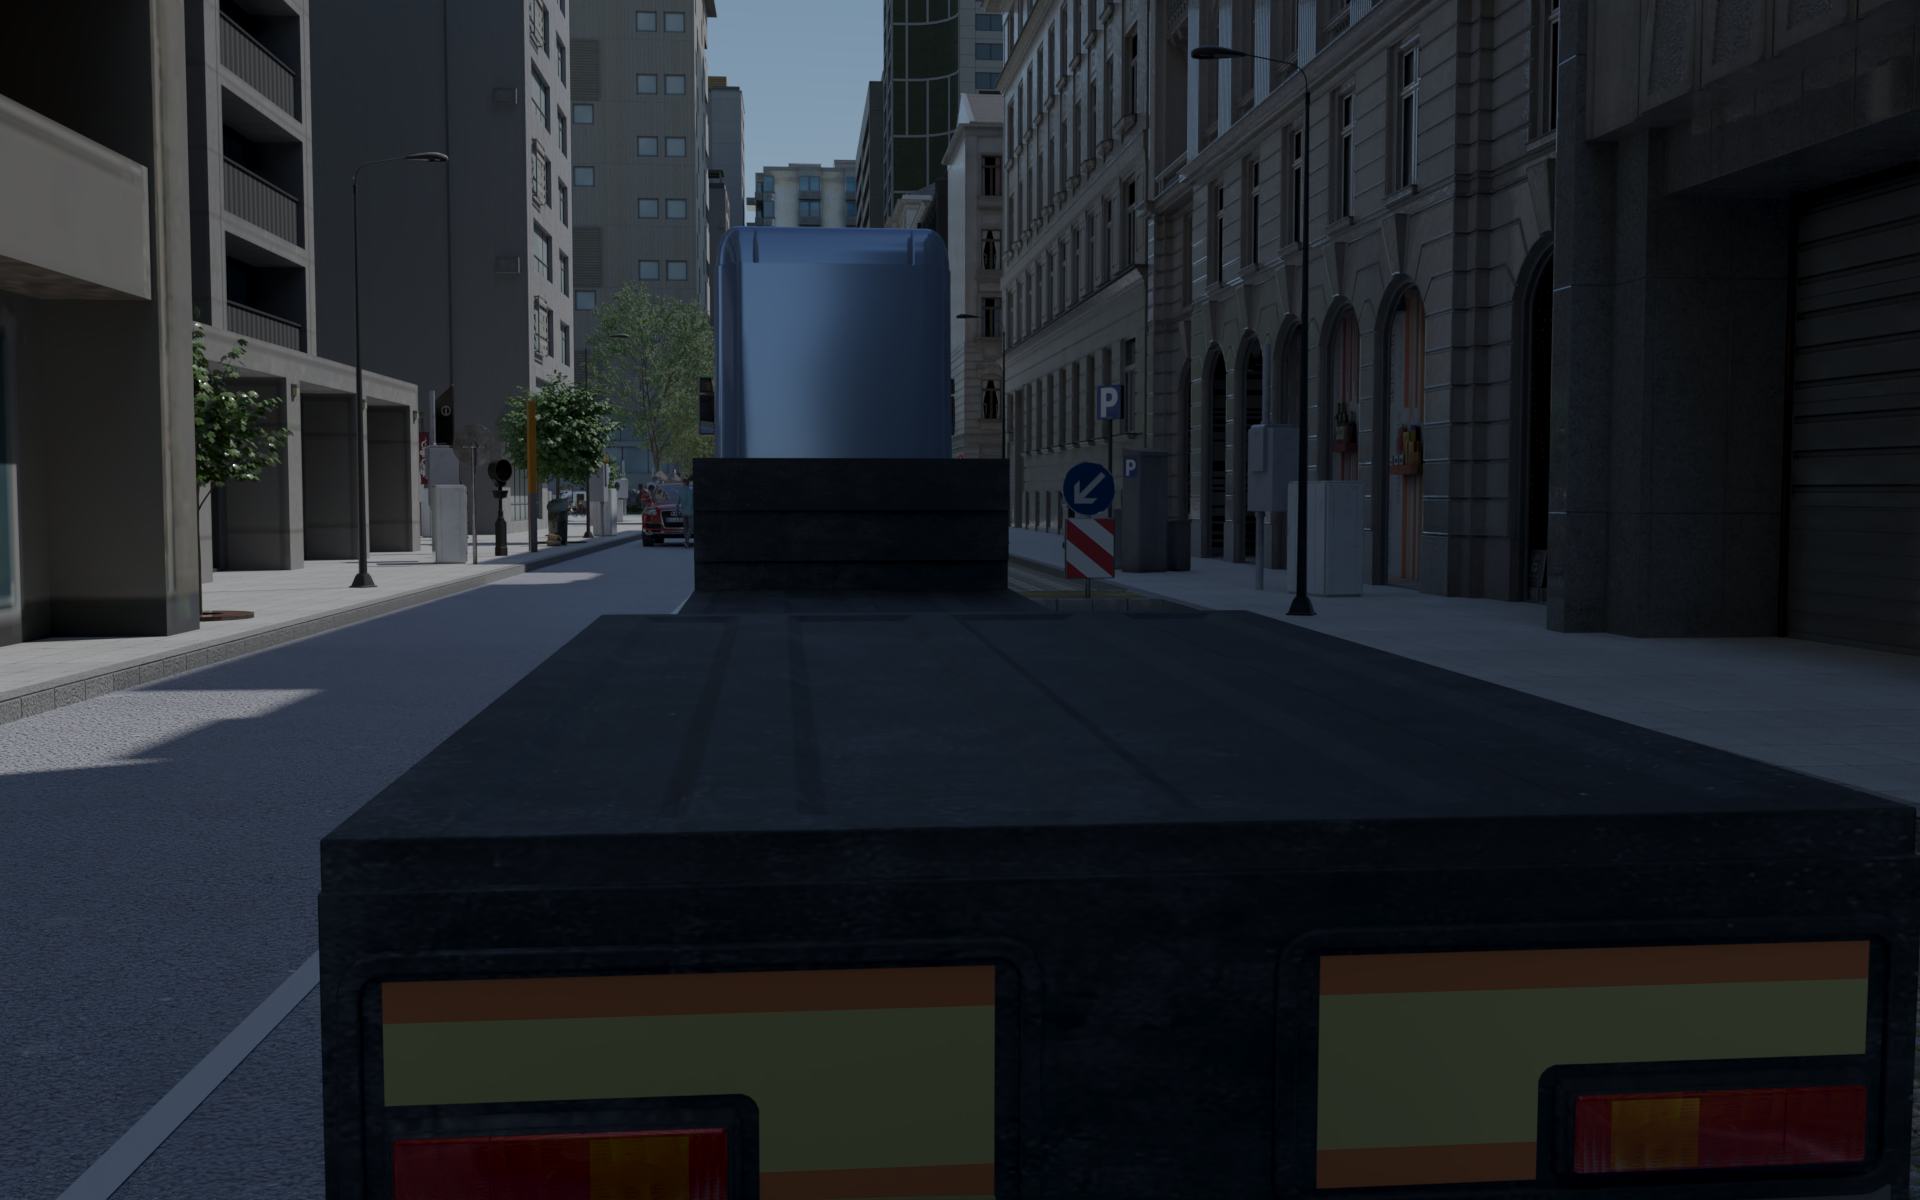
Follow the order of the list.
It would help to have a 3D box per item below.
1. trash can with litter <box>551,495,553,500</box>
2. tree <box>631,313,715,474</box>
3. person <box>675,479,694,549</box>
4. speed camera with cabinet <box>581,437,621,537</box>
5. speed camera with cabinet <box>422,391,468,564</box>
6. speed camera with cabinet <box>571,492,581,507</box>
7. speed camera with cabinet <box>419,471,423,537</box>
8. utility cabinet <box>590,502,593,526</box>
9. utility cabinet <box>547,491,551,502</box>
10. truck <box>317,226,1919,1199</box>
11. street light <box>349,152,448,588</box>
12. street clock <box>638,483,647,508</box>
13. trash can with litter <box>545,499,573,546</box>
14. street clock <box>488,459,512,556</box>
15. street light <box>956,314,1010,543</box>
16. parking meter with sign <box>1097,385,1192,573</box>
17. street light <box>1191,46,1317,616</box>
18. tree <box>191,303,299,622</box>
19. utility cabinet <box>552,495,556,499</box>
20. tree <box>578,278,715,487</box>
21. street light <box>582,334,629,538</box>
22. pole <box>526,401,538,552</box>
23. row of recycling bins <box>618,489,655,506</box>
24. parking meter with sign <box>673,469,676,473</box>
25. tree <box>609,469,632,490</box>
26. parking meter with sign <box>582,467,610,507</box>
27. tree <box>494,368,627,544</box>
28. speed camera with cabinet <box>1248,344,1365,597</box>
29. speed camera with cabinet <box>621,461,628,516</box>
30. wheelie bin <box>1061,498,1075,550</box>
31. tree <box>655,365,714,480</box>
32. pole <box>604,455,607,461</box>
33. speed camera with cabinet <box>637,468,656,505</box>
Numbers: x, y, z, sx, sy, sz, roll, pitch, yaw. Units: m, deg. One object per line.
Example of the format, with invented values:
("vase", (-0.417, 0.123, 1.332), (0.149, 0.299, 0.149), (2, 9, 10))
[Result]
("trash can with litter", (-30.662, -7.212, 128.972), (2.233, 1.210, 1.678), (-1, 4, -23))
("tree", (-16.713, -11.657, 108.723), (7.486, 12.596, 7.792), (0, 3, 0))
("person", (-7.238, -2.286, 45.739), (0.638, 1.841, 0.748), (1, 4, 18))
("speed camera with cabinet", (-10.850, -3.548, 52.353), (0.660, 3.252, 2.038), (0, 4, -1))
("speed camera with cabinet", (-9.675, -2.342, 32.622), (0.660, 3.252, 2.038), (-1, 4, -21))
("speed camera with cabinet", (-27.493, -8.120, 127.091), (2.038, 3.252, 0.660), (-3, 5, -41))
("speed camera with cabinet", (-15.665, -3.453, 50.797), (0.660, 3.252, 2.038), (2, 4, 28))
("utility cabinet", (-14.696, -3.587, 69.813), (0.306, 1.237, 1.020), (-2, 4, -25))
("utility cabinet", (-30.616, -7.251, 127.233), (1.173, 1.500, 0.318), (1, 4, 10))
("truck", (-0.674, -1.347, 11.787), (2.967, 4.110, 18.799), (0, 4, -6))
("street light", (-7.662, -3.127, 23.668), (1.470, 5.913, 1.316), (0, 4, -5))
("street clock", (-21.208, -6.756, 115.038), (0.358, 2.002, 0.471), (0, 4, 1))
("trash can with litter", (-9.927, -1.924, 42.838), (0.624, 1.170, 1.055), (0, 4, -6))
("street clock", (-9.505, -1.912, 35.831), (0.358, 2.002, 0.471), (2, 4, 33))
("street light", (0.596, -4.422, 44.840), (1.470, 5.913, 1.316), (0, 4, -5))
("parking meter with sign", (3.056, -1.963, 28.348), (1.738, 3.016, 0.543), (-3, 4, -39))
("street light", (3.087, -2.791, 18.173), (1.470, 5.913, 1.316), (0, 4, -5))
("tree", (-7.773, -1.408, 17.627), (1.663, 3.219, 1.824), (0, 3, 0))
("utility cabinet", (-29.018, -7.002, 125.643), (1.020, 1.237, 0.306), (0, 4, 7))
("tree", (-14.971, -9.731, 84.851), (9.928, 11.665, 9.643), (0, 3, 0))
("street light", (-10.287, -4.757, 50.322), (1.470, 5.913, 1.316), (0, 4, -5))
("pole", (-9.400, -2.703, 38.040), (0.158, 3.312, 0.155), (0, 3, 0))
("row of recycling bins", (-24.289, -7.559, 130.695), (3.534, 1.692, 1.069), (-1, 4, -18))
("parking meter with sign", (-19.099, -7.625, 120.925), (1.738, 3.016, 0.543), (0, 4, -1))
("tree", (-26.521, -8.631, 135.719), (1.663, 3.219, 1.824), (0, 3, 0))
("parking meter with sign", (-23.718, -7.127, 112.782), (1.738, 3.016, 0.543), (0, 4, 3))
("tree", (-10.460, -3.774, 45.414), (4.285, 4.588, 4.351), (0, 3, 0))
("speed camera with cabinet", (4.456, -1.716, 22.386), (0.660, 3.252, 2.038), (-1, 4, -19))
("speed camera with cabinet", (-20.450, -6.612, 102.436), (2.038, 3.252, 0.660), (3, 5, 45))
("wheelie bin", (2.671, -1.915, 39.217), (0.693, 1.594, 0.980), (-1, 4, -9))
("tree", (-15.588, -9.104, 99.215), (4.737, 8.622, 4.395), (0, 3, 0))
("pole", (-18.707, -5.967, 91.407), (0.158, 3.312, 0.155), (0, 3, 0))
("speed camera with cabinet", (-24.176, -8.439, 132.315), (2.038, 3.252, 0.660), (0, 4, 5))
